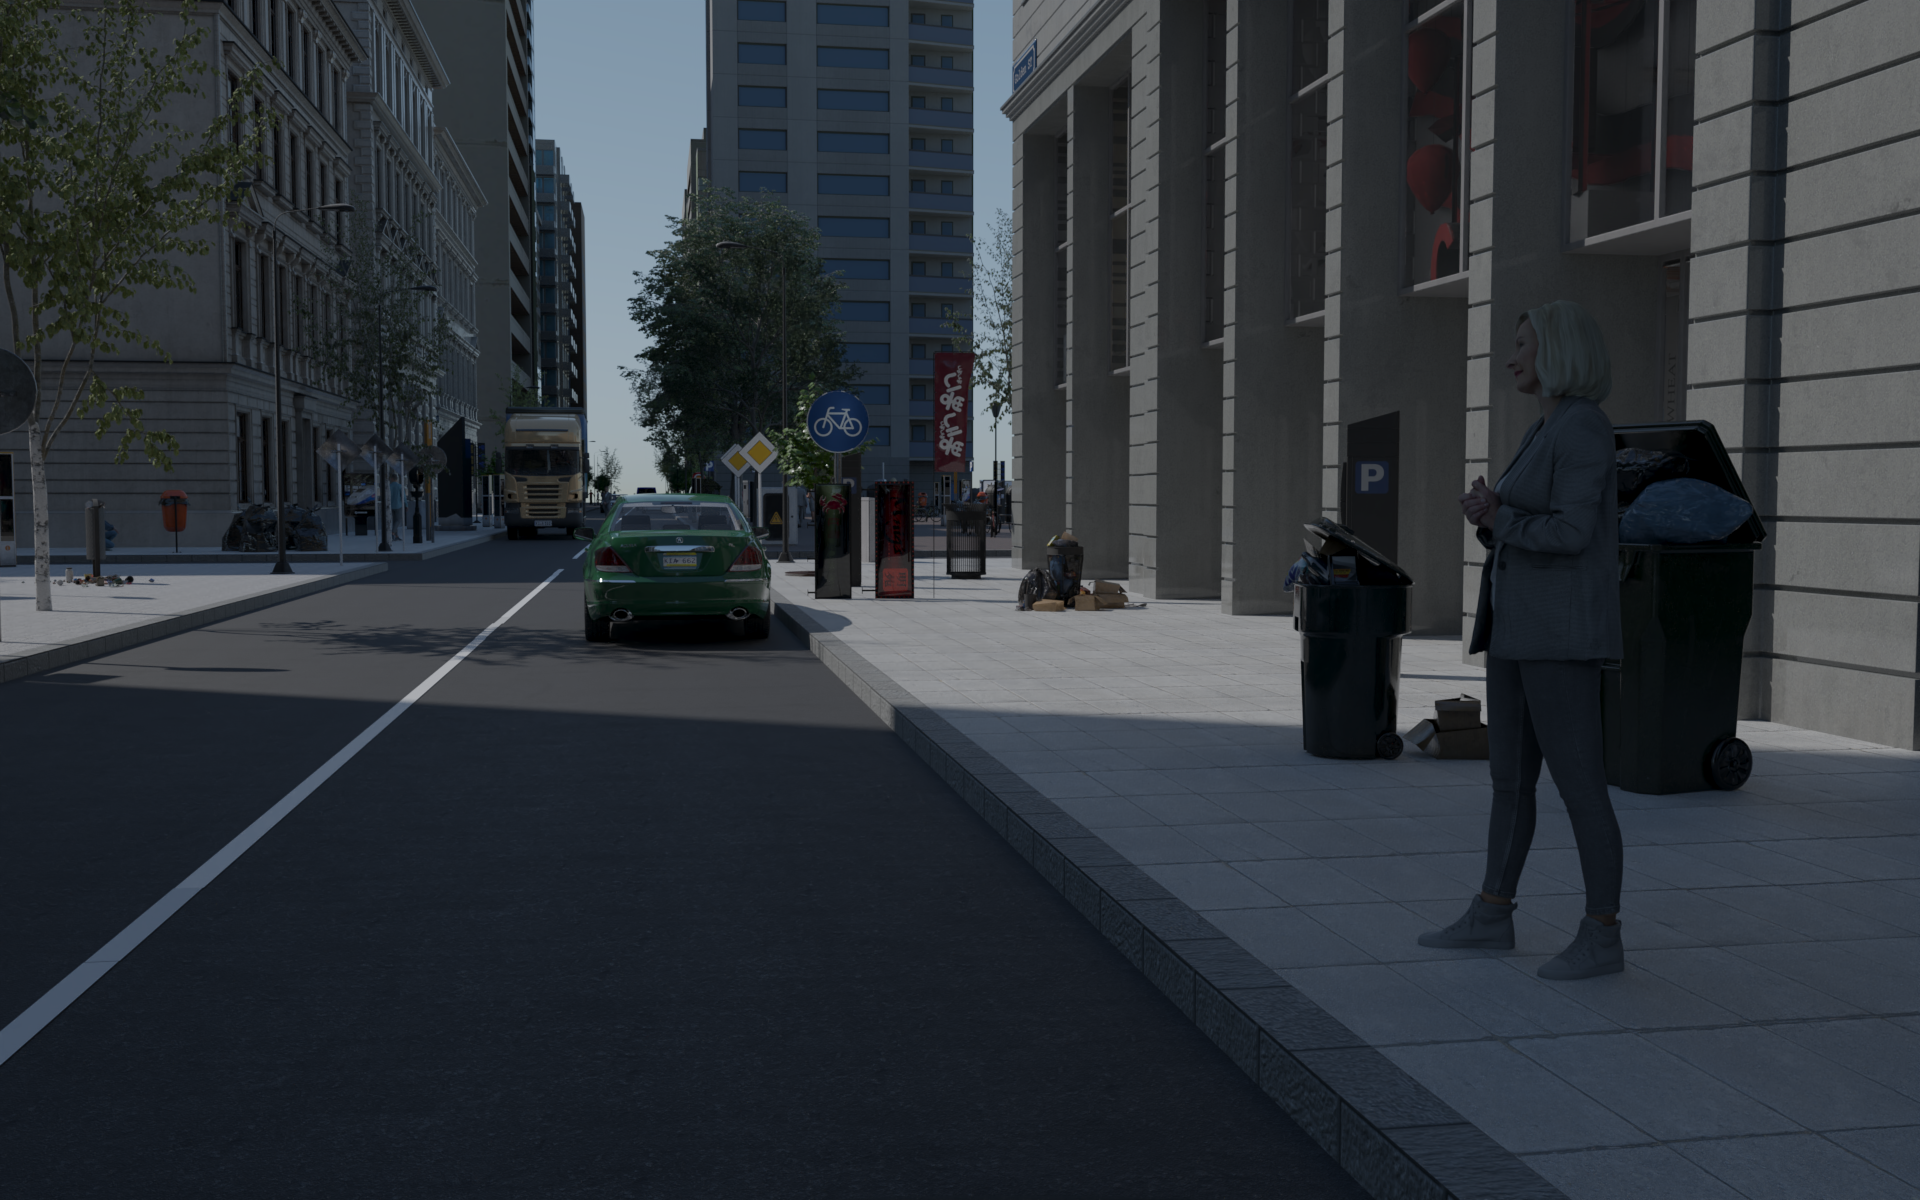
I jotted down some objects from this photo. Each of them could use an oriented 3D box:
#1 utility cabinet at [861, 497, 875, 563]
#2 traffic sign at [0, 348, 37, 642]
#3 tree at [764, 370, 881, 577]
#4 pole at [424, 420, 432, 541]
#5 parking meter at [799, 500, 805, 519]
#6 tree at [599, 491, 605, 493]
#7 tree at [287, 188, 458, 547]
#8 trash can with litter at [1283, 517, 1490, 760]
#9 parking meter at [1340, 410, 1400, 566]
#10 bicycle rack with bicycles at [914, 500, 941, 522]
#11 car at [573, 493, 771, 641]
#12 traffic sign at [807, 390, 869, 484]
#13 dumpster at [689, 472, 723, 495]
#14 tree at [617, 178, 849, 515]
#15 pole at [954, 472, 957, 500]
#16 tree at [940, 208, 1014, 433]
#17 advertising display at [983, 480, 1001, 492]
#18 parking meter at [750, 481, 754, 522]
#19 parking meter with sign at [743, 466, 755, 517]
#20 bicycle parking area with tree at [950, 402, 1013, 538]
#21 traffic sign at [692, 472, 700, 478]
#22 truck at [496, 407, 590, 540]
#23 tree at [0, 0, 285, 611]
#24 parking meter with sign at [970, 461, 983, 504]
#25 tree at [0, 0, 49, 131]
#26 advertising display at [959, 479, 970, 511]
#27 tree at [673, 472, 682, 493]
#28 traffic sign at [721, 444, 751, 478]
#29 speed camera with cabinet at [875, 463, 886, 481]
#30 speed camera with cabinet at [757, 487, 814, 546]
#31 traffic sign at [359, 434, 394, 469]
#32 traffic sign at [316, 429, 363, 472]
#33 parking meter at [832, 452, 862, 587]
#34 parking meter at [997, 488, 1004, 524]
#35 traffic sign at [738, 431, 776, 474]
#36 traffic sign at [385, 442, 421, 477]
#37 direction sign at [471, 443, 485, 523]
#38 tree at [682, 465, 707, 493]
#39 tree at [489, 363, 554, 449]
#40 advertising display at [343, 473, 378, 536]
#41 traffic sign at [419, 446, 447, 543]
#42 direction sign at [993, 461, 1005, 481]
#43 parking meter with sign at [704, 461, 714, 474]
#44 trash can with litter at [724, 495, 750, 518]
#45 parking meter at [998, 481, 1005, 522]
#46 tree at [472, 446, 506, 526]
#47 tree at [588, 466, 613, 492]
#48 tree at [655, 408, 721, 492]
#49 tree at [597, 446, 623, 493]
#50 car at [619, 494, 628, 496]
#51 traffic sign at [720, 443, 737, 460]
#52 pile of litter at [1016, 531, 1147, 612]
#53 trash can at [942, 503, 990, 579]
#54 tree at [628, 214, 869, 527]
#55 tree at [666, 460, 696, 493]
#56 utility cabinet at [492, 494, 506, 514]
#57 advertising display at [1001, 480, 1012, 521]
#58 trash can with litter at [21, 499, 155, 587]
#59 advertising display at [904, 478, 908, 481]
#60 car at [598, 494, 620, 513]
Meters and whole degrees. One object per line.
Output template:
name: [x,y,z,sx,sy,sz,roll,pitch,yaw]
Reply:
utility cabinet: [-1.827,-1.330,32.906,0.306,1.237,1.020,-2,4,-30]
traffic sign: [-8.370,-0.909,14.965,0.768,2.556,0.104,0,4,-8]
tree: [-2.363,-2.003,27.351,1.663,3.219,1.824,0,3,0]
pole: [-14.574,-3.284,47.539,0.158,3.312,0.155,0,3,0]
parking meter: [-8.066,-4.861,87.886,0.372,1.533,0.369,0,3,0]
tree: [-51.488,-15.672,250.834,1.663,3.219,1.824,0,3,0]
tree: [-13.939,-5.595,41.840,4.360,8.622,3.978,0,3,0]
trash can with litter: [2.161,0.173,8.556,1.055,1.170,0.624,0,4,0]
parking meter: [2.889,-0.400,12.247,0.399,1.863,0.255,1,4,13]
bicycle rack with bicycles: [-2.247,-4.040,79.429,2.925,0.926,2.852,0,4,1]
car: [-3.047,-0.408,18.462,2.131,1.459,4.920,-1,4,-11]
traffic sign: [-1.505,-1.301,21.373,0.768,2.556,0.104,0,4,-7]
dumpster: [-11.566,-4.677,78.965,1.502,2.255,1.985,-1,4,-10]
tree: [-9.155,-10.078,71.431,9.857,13.997,8.962,0,3,0]
pole: [-0.223,-5.727,87.487,0.158,3.312,0.155,0,3,0]
tree: [1.625,-5.751,44.385,4.360,8.622,3.978,0,3,0]
advertising display: [1.349,-4.370,76.666,0.123,1.923,0.974,-3,4,-39]
parking meter: [-9.307,-4.453,78.510,0.399,1.863,0.255,-2,4,-35]
parking meter with sign: [-11.738,-6.125,96.402,0.543,3.016,1.738,-2,4,-34]
bicycle parking area with tree: [3.649,-4.146,54.791,8.231,4.147,9.016,0,4,1]
traffic sign: [-15.073,-6.109,99.993,0.768,2.556,0.104,0,4,-3]
truck: [-13.807,-4.232,58.107,2.839,4.237,11.283,-1,4,-11]
tree: [-9.850,-4.181,18.725,4.737,8.622,4.395,0,3,0]
parking meter with sign: [1.432,-5.878,92.359,1.738,3.016,0.543,-1,4,-14]
tree: [-8.668,-6.192,7.900,9.857,13.997,8.962,0,3,0]
advertising display: [0.208,-4.277,75.138,0.123,1.923,0.974,1,4,23]
tree: [-21.050,-8.580,134.886,1.663,3.219,1.824,0,3,0]
traffic sign: [-5.104,-2.316,40.065,0.795,2.593,0.064,-1,4,-10]
speed camera with cabinet: [-4.767,-7.038,109.411,0.660,3.252,2.038,1,4,20]
speed camera with cabinet: [-4.052,-2.997,43.333,2.038,3.252,0.660,-1,4,-9]
traffic sign: [-12.727,-2.323,37.716,0.795,2.593,0.064,0,4,-1]
traffic sign: [-11.079,-1.756,30.909,0.795,2.593,0.064,-1,4,-10]
parking meter: [-1.573,-1.119,24.004,0.399,1.863,0.255,-1,4,-9]
parking meter: [1.701,-4.015,74.058,0.372,1.533,0.369,0,3,0]
traffic sign: [-3.698,-1.836,32.204,0.795,2.593,0.064,-1,4,-10]
traffic sign: [-12.485,-2.237,38.769,0.795,2.593,0.064,-1,4,-10]
direction sign: [-21.308,-5.156,76.290,0.876,3.537,0.379,-3,5,-42]
tree: [-15.902,-6.842,106.468,1.663,3.219,1.824,0,3,0]
tree: [-24.288,-8.976,97.127,4.737,8.622,4.395,0,3,0]
advertising display: [-18.481,-2.948,53.414,0.974,1.923,0.123,-1,4,-14]
traffic sign: [-13.875,-2.777,45.518,0.768,2.556,0.104,0,4,-5]
direction sign: [2.650,-7.683,117.618,0.876,3.537,0.379,-1,4,-23]
parking meter with sign: [-13.632,-5.832,91.609,0.543,3.016,1.738,-2,4,-33]
trash can with litter: [-12.359,-5.099,94.423,2.233,1.210,1.678,-1,4,-16]
parking meter: [1.830,-4.480,78.967,0.399,1.863,0.255,2,4,32]
tree: [-18.544,-4.584,69.551,1.663,3.219,1.824,0,3,0]
tree: [-35.245,-10.757,159.591,4.285,4.588,4.351,0,3,0]
tree: [-18.353,-10.421,120.747,4.737,8.622,4.395,0,3,0]
tree: [-53.046,-19.113,262.859,4.737,8.622,4.395,0,3,0]
car: [-41.187,-12.356,211.802,2.009,1.686,4.222,-1,4,-11]
traffic sign: [-5.789,-2.759,44.849,0.795,2.593,0.064,0,4,-4]
pile of litter: [1.364,-0.336,19.465,1.719,0.858,1.176,-1,4,-19]
trash can: [0.094,-0.893,26.254,0.748,1.137,0.748,0,3,0]
tree: [-6.433,-7.496,56.980,7.601,10.594,8.767,-2,4,-32]
tree: [-26.759,-11.203,166.883,4.285,4.588,4.351,0,3,0]
utility cabinet: [-27.354,-5.772,103.043,0.318,1.500,1.173,3,5,41]
advertising display: [2.121,-4.701,82.070,0.974,1.923,0.123,-2,4,-29]
trash can with litter: [-12.364,-0.829,24.605,1.678,1.210,2.233,-2,4,-31]
advertising display: [-2.240,-4.063,71.641,0.123,1.923,0.974,0,4,-5]
car: [-26.617,-7.504,132.473,2.009,1.686,4.222,-1,4,-10]
